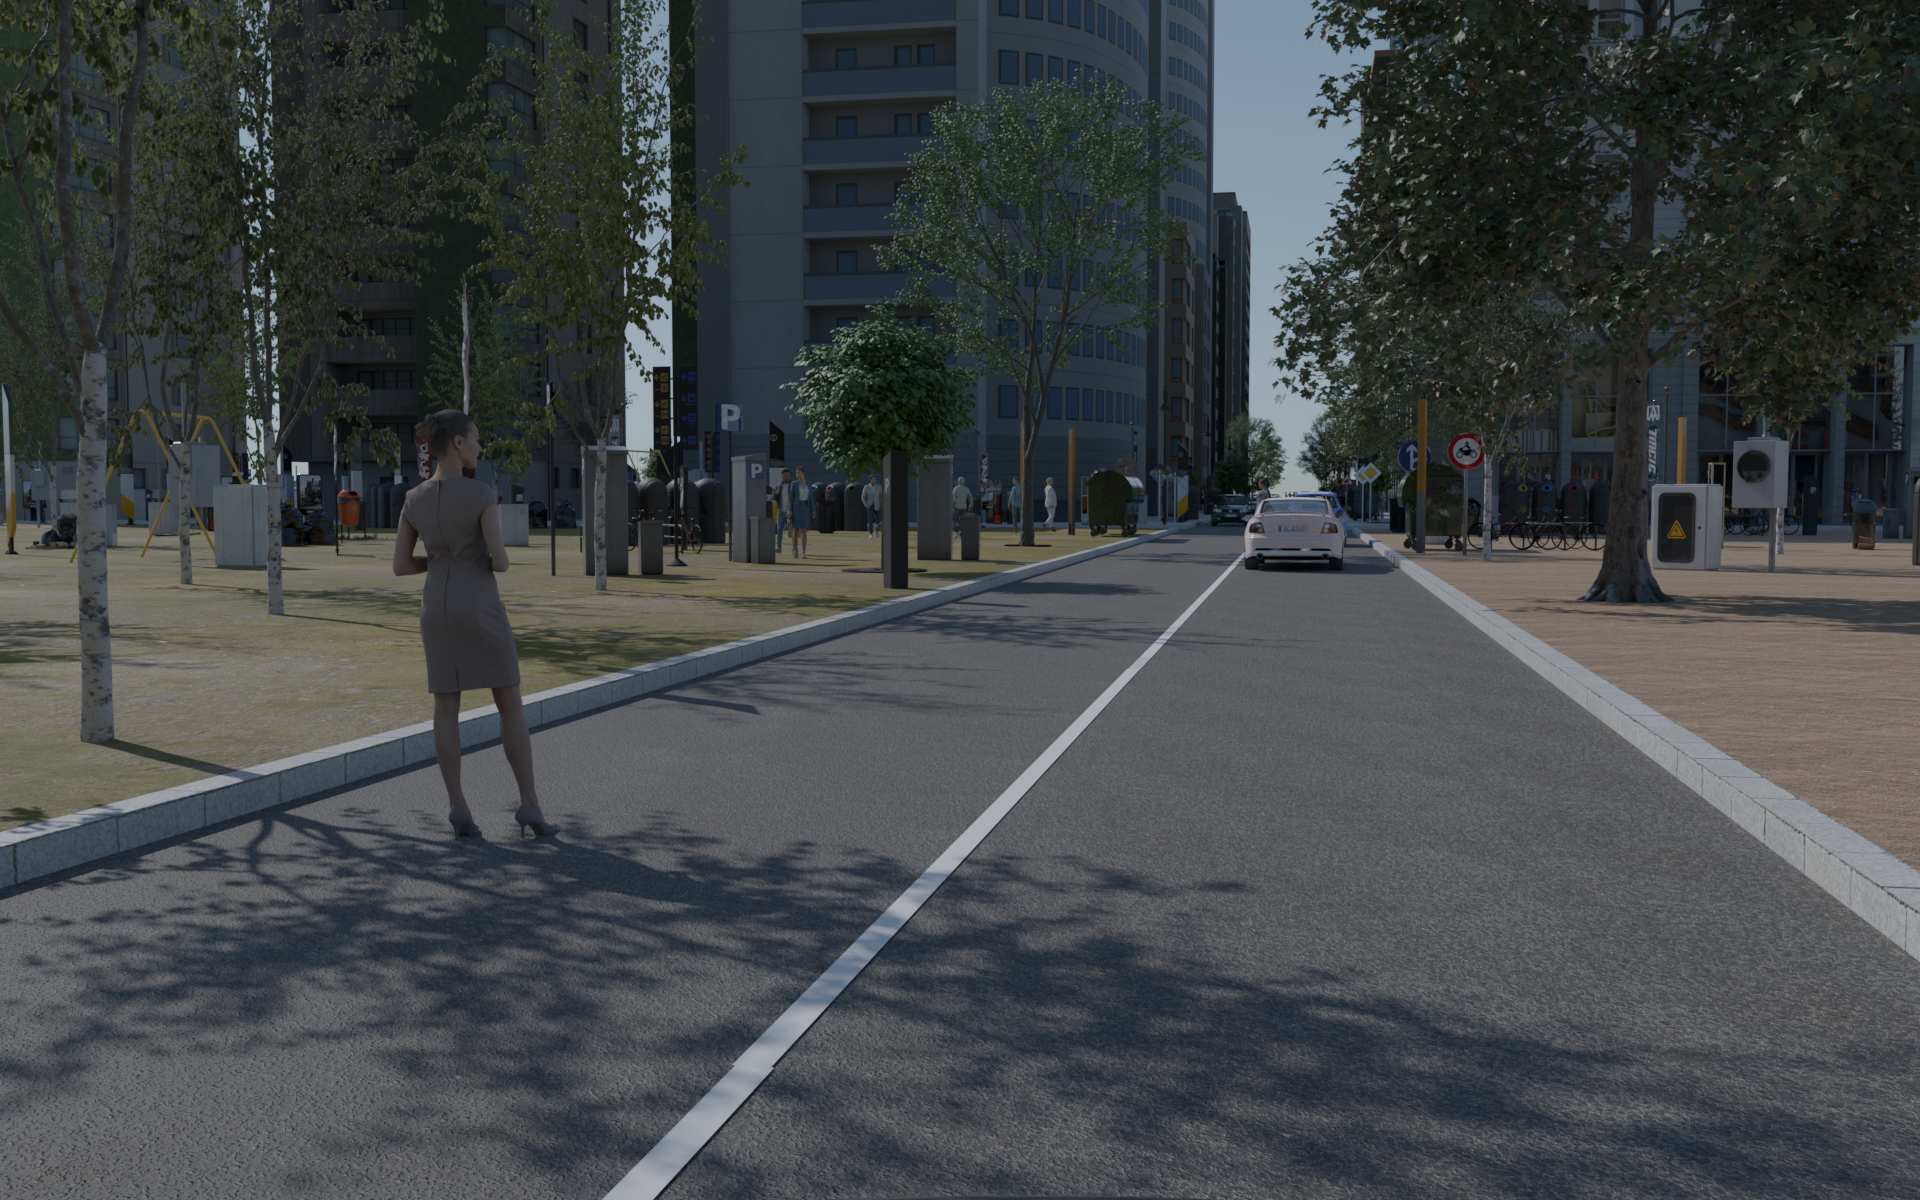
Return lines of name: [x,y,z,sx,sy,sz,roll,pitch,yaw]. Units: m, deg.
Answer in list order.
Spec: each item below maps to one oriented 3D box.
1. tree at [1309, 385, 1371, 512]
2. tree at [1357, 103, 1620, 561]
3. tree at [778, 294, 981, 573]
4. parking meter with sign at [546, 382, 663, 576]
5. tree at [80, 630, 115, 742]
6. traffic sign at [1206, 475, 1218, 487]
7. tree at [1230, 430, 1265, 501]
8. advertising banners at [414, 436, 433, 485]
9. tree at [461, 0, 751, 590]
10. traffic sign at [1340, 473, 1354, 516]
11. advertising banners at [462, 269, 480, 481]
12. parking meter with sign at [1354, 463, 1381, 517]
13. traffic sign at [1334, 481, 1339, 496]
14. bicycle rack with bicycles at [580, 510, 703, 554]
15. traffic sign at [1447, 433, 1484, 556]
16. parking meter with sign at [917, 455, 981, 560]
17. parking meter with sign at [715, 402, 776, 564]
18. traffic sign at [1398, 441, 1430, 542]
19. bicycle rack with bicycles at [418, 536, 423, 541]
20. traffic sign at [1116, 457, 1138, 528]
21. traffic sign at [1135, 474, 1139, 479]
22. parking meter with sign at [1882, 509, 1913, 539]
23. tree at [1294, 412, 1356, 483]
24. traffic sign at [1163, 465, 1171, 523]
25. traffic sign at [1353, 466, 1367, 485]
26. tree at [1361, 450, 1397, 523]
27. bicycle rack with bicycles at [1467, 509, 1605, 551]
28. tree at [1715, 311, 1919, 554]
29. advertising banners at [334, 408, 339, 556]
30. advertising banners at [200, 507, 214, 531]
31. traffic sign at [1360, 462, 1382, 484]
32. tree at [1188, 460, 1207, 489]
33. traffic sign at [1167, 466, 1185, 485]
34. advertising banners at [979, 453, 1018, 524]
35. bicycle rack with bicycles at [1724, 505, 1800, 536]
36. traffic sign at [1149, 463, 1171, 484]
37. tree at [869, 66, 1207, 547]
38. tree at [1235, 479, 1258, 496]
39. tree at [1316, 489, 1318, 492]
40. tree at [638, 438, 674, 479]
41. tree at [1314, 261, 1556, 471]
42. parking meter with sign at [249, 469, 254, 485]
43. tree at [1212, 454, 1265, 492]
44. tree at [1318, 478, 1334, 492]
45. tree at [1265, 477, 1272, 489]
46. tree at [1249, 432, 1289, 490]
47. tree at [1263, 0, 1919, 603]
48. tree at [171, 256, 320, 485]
tree: [26.353,-10.244,117.852,4.737,8.622,4.395,0,3,0]
tree: [10.316,-5.045,32.847,4.360,8.622,3.978,0,3,0]
tree: [-1.347,-2.747,28.620,4.285,4.588,4.351,0,3,0]
parking meter with sign: [-5.595,-1.902,27.353,1.738,3.016,0.543,-1,4,-18]
tree: [-4.697,-3.580,8.891,4.360,8.622,3.978,0,3,0]
traffic sign: [16.488,-6.933,113.459,0.768,2.556,0.104,1,4,19]
tree: [32.839,-15.122,197.613,4.737,8.622,4.395,0,3,0]
advertising banners: [-15.407,-3.436,52.372,2.074,3.025,0.090,-1,4,-17]
tree: [-4.834,-4.451,23.140,4.737,8.622,4.395,0,3,0]
traffic sign: [23.135,-6.334,103.568,0.884,2.594,0.081,1,4,18]
advertising banners: [-4.097,-1.123,14.548,0.090,3.025,2.074,-1,4,-13]
parking meter with sign: [22.627,-6.105,96.080,1.738,3.016,0.543,-3,4,-38]
traffic sign: [29.417,-8.223,134.552,0.768,2.556,0.104,1,4,14]
bicycle rack with bicycles: [-7.075,-1.488,37.713,2.852,0.926,2.925,-2,4,-24]
traffic sign: [10.534,-2.200,36.074,0.768,2.556,0.104,1,4,13]
parking meter with sign: [-0.476,-2.289,33.685,1.738,3.016,0.543,0,4,5]
parking meter with sign: [-3.962,-2.210,32.399,0.543,3.016,1.738,-2,4,-32]
traffic sign: [10.863,-2.529,41.461,0.768,2.556,0.104,1,4,11]
bicycle rack with bicycles: [-13.260,-2.086,47.482,2.852,0.926,2.925,-3,5,-39]
traffic sign: [5.714,-3.627,59.411,0.768,2.556,0.104,1,4,13]
traffic sign: [5.761,-3.679,60.150,0.884,2.594,0.081,1,4,13]
parking meter with sign: [27.470,-3.264,49.625,1.738,3.016,0.543,1,4,12]
tree: [41.534,-16.057,196.949,7.601,10.594,8.767,1,4,10]
traffic sign: [9.146,-4.670,76.360,0.884,2.594,0.081,1,4,19]
traffic sign: [16.524,-4.206,70.966,0.795,2.593,0.064,1,4,11]
tree: [18.271,-4.981,76.040,1.663,3.219,1.824,0,3,0]
bicycle rack with bicycles: [13.628,-1.636,40.132,2.925,0.926,2.852,3,5,43]
tree: [17.685,-5.283,36.745,4.737,8.622,4.395,0,3,0]
advertising banners: [-13.023,-2.444,36.140,0.090,3.025,2.074,-1,4,-20]
advertising banners: [-25.606,-3.873,59.506,0.090,3.025,2.074,3,5,40]
traffic sign: [14.977,-3.727,63.132,0.795,2.593,0.064,1,4,11]
tree: [12.836,-6.324,97.998,1.663,3.219,1.824,0,3,0]
traffic sign: [8.978,-4.298,72.470,0.795,2.593,0.064,1,4,11]
advertising banners: [1.615,-4.733,73.565,2.074,3.025,0.090,3,5,40]
bicycle rack with bicycles: [24.327,-2.491,54.111,2.925,0.926,2.852,3,5,43]
traffic sign: [7.432,-3.819,64.636,0.795,2.593,0.064,1,4,11]
tree: [1.817,-7.115,42.082,9.928,11.665,9.643,0,3,0]
tree: [31.277,-11.874,188.745,1.663,3.219,1.824,0,3,0]
tree: [55.401,-16.480,264.047,1.663,3.219,1.824,0,3,0]
tree: [-16.077,-6.887,96.316,4.285,4.588,4.351,0,3,0]
tree: [15.338,-8.384,55.212,7.486,12.596,7.792,0,3,0]
parking meter with sign: [-49.980,-7.688,121.962,0.543,3.016,1.738,-1,4,-9]
tree: [22.276,-9.681,142.001,4.285,4.588,4.351,0,3,0]
tree: [40.811,-11.941,189.844,1.663,3.219,1.824,0,3,0]
tree: [49.243,-18.239,281.912,4.285,4.588,4.351,0,3,0]
tree: [53.594,-23.503,302.405,7.486,12.596,7.792,0,3,0]
tree: [8.110,-6.324,20.405,9.611,12.733,9.660,0,3,0]
tree: [-21.268,-6.211,51.917,4.737,8.622,4.395,0,3,0]
